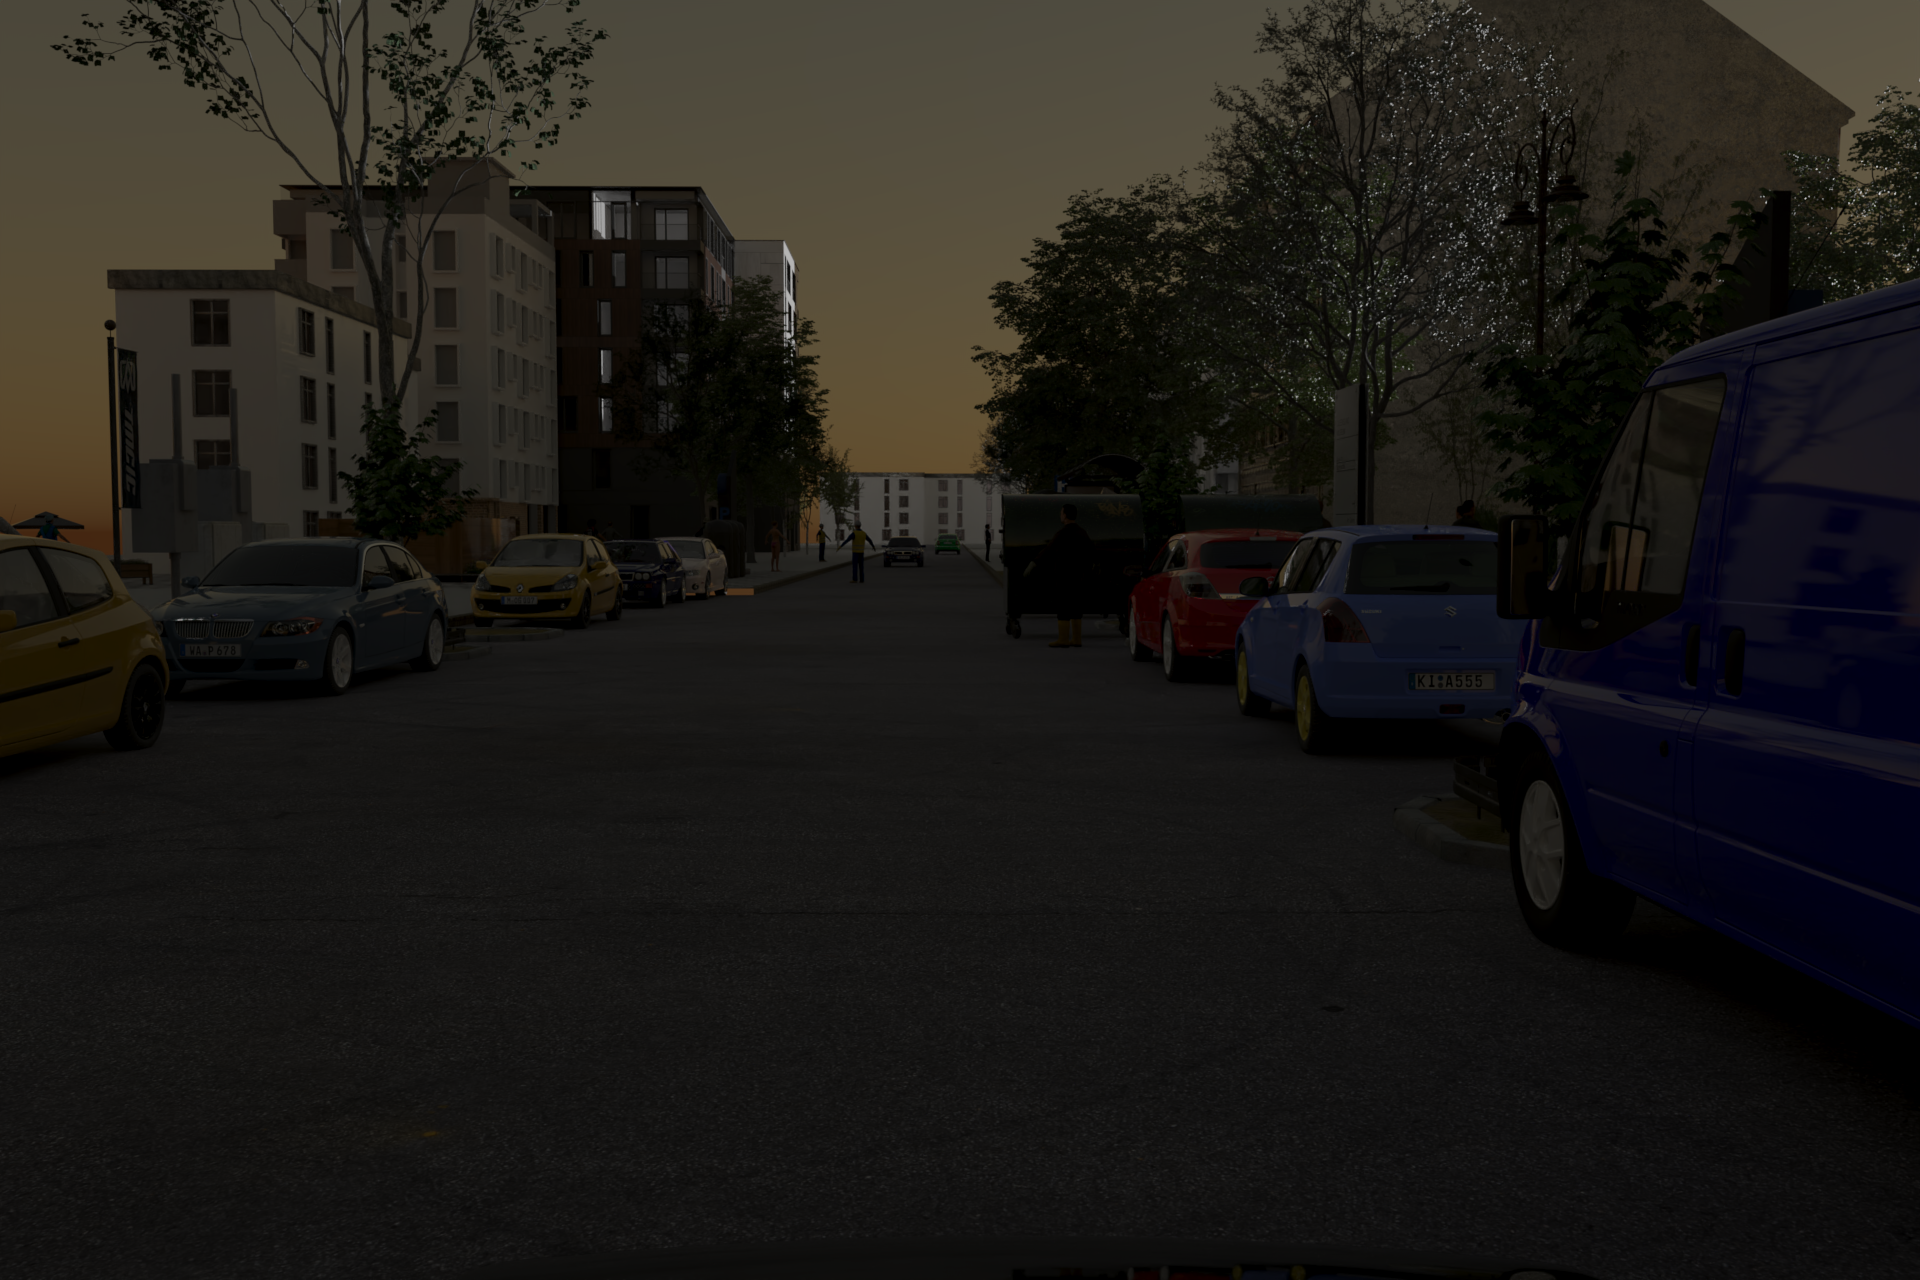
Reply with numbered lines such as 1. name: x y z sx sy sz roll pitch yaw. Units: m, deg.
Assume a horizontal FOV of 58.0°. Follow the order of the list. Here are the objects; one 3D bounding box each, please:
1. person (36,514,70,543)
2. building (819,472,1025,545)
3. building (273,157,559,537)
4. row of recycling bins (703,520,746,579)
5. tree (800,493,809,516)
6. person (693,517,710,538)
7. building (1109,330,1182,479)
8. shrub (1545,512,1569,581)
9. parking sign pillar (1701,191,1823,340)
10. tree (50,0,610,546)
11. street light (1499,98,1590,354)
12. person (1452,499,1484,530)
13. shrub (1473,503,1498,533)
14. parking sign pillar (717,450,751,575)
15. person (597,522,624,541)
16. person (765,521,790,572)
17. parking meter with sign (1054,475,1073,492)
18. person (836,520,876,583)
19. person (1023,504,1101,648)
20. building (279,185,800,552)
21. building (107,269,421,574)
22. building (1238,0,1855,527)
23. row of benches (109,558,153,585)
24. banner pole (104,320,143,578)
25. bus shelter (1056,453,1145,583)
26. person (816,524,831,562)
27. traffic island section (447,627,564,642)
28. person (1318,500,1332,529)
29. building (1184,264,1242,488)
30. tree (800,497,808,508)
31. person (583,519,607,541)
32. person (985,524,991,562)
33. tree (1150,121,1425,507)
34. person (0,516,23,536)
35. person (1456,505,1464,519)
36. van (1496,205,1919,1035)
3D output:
1. person: -24.756 -2.512 47.191 1.347 1.817 0.704 1 4 19
2. building: -5.014 -17.810 235.800 28.070 9.664 9.099 0 4 -3
3. building: -28.463 -14.181 88.276 16.016 20.090 11.380 0 4 0
4. row of recycling bins: -6.905 -2.693 51.144 1.069 1.692 3.534 0 4 0
5. tree: -22.427 -17.576 237.733 4.737 8.622 4.395 0 3 0
6. person: -8.556 -3.229 58.580 1.354 1.856 0.705 -1 4 -21
7. building: 23.486 -20.320 163.157 19.493 23.208 18.063 0 4 -1
8. shrub: 16.100 -2.639 47.573 1.690 2.028 1.600 0 3 0
9. parking sign pillar: 6.578 -1.582 14.340 1.447 3.967 1.447 0 4 0
10. tree: -13.096 -10.992 35.616 12.611 20.169 13.585 0 3 0
11. street light: 6.356 -2.827 19.007 0.468 5.910 1.993 0 4 0
12. person: 7.952 -1.284 27.058 0.705 1.821 1.348 -2 4 -31
13. shrub: 12.980 -2.404 43.350 1.661 2.075 1.752 0 3 0
14. parking sign pillar: -7.394 -4.075 55.092 1.447 3.967 1.447 0 4 1
15. person: -14.681 -4.069 72.796 1.348 1.796 0.705 0 4 7
16. person: -6.255 -3.206 59.223 1.217 1.733 0.721 3 5 41
17. parking meter with sign: 3.094 -3.321 50.554 0.543 3.016 1.738 0 4 -2
18. person: -3.001 -2.587 50.728 1.349 1.833 0.705 -2 4 -35
19. person: 1.357 -0.816 21.929 1.346 1.812 0.704 -3 5 -42
20. building: -26.070 -16.771 118.182 27.936 21.610 32.646 0 4 -1
21. building: -26.391 -7.766 69.122 9.099 9.664 28.070 0 4 -1
22. building: 22.300 -14.702 71.307 19.493 23.208 18.063 0 4 0
23. row of benches: -21.968 -1.663 42.660 4.104 0.672 1.422 -3 5 -41
24. banner pole: -9.915 -1.868 20.552 0.401 3.779 0.863 0 4 0
25. bus shelter: 3.767 -3.195 46.169 2.014 3.302 5.546 0 4 -1
26. person: -6.345 -4.525 80.445 0.721 1.772 1.216 2 4 28
27. traffic island section: -6.590 -0.069 24.000 1.991 0.108 1.994 0 3 0
28. person: 5.426 -1.243 26.502 1.348 1.807 0.705 -3 4 -37
29. building: 20.612 -16.032 118.545 16.016 20.090 11.380 0 4 0
30. tree: -22.082 -17.263 232.610 4.360 8.622 3.978 0 3 0
31. person: -13.585 -3.546 64.118 1.345 1.843 0.704 2 4 30
32. person: 1.352 -4.425 79.074 0.721 1.740 1.216 0 4 2
33. tree: 9.256 -7.982 48.631 7.486 12.596 7.792 0 3 0
34. person: -9.054 -0.582 15.983 1.216 1.778 0.721 -3 5 -44
35. person: 9.279 -1.591 32.166 1.344 1.810 0.704 -2 4 -27
36. van: 2.959 0.006 4.294 2.240 2.365 5.245 0 4 -1
